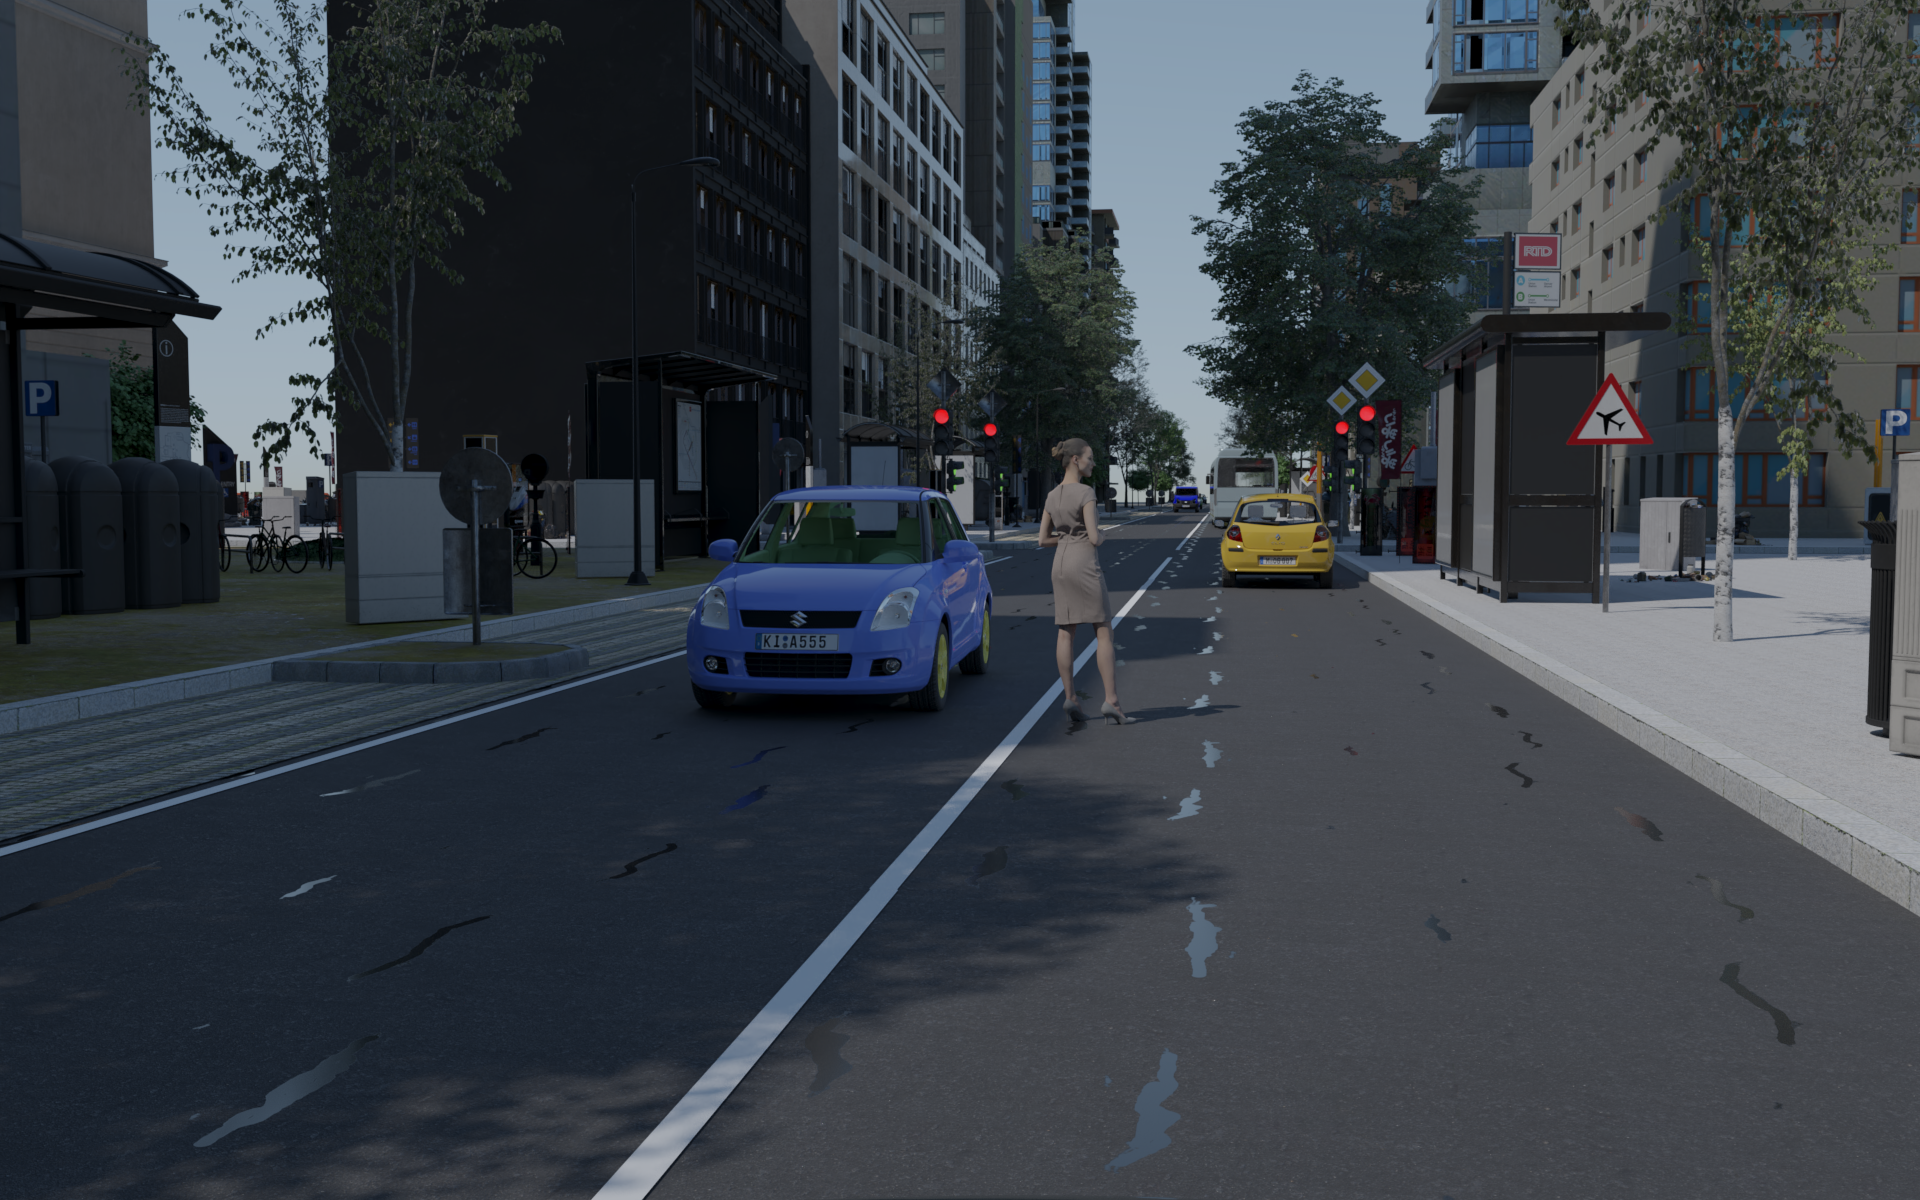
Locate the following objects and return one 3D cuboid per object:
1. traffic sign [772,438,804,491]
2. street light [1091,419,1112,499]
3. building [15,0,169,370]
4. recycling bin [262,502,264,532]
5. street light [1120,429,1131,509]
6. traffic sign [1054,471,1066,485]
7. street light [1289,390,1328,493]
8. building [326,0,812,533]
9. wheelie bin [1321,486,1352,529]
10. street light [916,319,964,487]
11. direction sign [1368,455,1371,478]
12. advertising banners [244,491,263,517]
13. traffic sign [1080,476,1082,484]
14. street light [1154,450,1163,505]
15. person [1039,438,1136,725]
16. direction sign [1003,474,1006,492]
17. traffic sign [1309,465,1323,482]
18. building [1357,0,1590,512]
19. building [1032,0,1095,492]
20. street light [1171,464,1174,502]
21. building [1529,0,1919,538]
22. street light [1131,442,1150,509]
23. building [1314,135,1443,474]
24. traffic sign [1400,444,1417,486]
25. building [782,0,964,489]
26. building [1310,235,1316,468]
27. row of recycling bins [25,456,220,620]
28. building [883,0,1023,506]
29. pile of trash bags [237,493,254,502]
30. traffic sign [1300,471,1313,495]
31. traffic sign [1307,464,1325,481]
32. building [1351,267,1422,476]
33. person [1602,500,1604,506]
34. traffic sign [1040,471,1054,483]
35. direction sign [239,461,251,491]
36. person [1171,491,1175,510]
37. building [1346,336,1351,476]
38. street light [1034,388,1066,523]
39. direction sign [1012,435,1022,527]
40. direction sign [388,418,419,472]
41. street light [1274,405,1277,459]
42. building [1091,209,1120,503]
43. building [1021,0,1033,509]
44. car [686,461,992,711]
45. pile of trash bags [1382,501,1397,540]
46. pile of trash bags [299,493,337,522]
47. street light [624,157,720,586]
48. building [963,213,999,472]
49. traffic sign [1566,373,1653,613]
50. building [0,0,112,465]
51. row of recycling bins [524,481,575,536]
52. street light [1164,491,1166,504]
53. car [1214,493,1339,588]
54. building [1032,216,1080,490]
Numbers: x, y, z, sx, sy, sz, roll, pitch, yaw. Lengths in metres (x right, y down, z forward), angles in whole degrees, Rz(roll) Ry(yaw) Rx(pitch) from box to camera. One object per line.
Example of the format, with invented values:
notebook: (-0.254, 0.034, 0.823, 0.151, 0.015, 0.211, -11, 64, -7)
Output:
traffic sign: (-3.899, -2.391, 39.201, 0.768, 2.556, 0.104, 1, 4, 16)
street light: (8.462, -8.141, 105.649, 1.470, 5.913, 1.316, 1, 4, 9)
building: (-43.729, -17.168, 66.599, 20.117, 28.700, 13.634, 1, 4, 9)
recycling bin: (-23.163, -2.820, 58.662, 0.722, 1.027, 0.722, 0, 4, -7)
street light: (11.048, -9.137, 121.926, 1.470, 5.913, 1.316, 1, 4, 9)
traffic sign: (5.528, -5.781, 94.630, 0.768, 2.556, 0.104, 1, 4, 12)
street light: (12.031, -5.316, 59.462, 1.470, 5.913, 1.316, 1, 4, 9)
building: (-13.325, -14.301, 63.494, 12.332, 23.373, 15.834, 1, 4, 9)
wheelie bin: (11.728, -2.828, 54.144, 0.980, 1.594, 0.693, -1, 4, -19)
street light: (-0.591, -4.509, 46.255, 1.470, 5.913, 1.316, 1, 4, 9)
direction sign: (20.069, -5.715, 85.434, 0.379, 3.537, 0.876, 0, 4, -8)
advertising banners: (-40.028, -6.163, 96.959, 2.074, 3.025, 0.090, 0, 4, -2)
traffic sign: (6.204, -5.520, 92.383, 0.606, 2.300, 0.079, 1, 4, 18)
street light: (20.296, -12.811, 181.998, 1.470, 5.913, 1.316, 1, 4, 9)
person: (0.793, -0.125, 10.886, 0.374, 1.781, 0.599, -3, 5, -40)
direction sign: (3.111, -7.941, 121.825, 0.379, 3.537, 0.876, 1, 4, 18)
traffic sign: (15.455, -4.562, 74.702, 0.768, 2.556, 0.104, 1, 4, 17)
building: (35.850, -48.117, 99.376, 22.319, 86.520, 31.000, 1, 4, 9)
building: (7.255, -56.034, 228.834, 22.319, 86.520, 31.000, 1, 4, 9)
street light: (28.199, -15.980, 233.807, 1.470, 5.913, 1.316, 1, 4, 9)
building: (37.532, -13.245, 61.592, 28.899, 21.520, 27.650, 1, 4, 9)
street light: (15.730, -10.995, 152.307, 1.470, 5.913, 1.316, 1, 4, 9)
building: (51.643, -34.585, 215.569, 14.600, 45.320, 14.200, 1, 4, 9)
traffic sign: (11.850, -2.770, 45.285, 0.884, 2.594, 0.081, 1, 4, 17)
building: (-11.886, -17.406, 89.104, 19.350, 26.468, 34.151, 1, 4, 9)
building: (56.429, -34.244, 243.489, 14.154, 41.232, 14.086, 1, 4, 9)
row of recycling bins: (-9.445, -0.737, 19.158, 1.069, 1.692, 3.534, 1, 4, 12)
building: (-3.057, -27.306, 130.048, 14.154, 41.232, 14.086, 1, 4, 9)
pile of trash bags: (-46.861, -6.510, 116.188, 3.447, 1.369, 1.912, -2, 4, -31)
traffic sign: (17.391, -5.231, 86.715, 0.795, 2.450, 0.064, 1, 4, 11)
traffic sign: (14.699, -4.354, 71.197, 0.884, 2.594, 0.081, 1, 4, 13)
building: (47.216, -18.068, 140.450, 27.650, 21.520, 28.899, 1, 4, 9)
person: (15.222, -2.021, 41.725, 0.537, 1.800, 0.526, 1, 4, 14)
traffic sign: (4.566, -5.550, 90.851, 0.768, 2.556, 0.104, 1, 4, 18)
direction sign: (-48.552, -7.687, 117.679, 0.379, 3.537, 0.876, 2, 4, 25)
person: (18.867, -8.800, 153.323, 0.756, 1.711, 0.436, -3, 4, -36)
building: (52.677, -19.802, 168.797, 27.650, 21.520, 28.899, 1, 4, 9)
street light: (3.934, -6.325, 75.952, 1.470, 5.913, 1.316, 1, 4, 9)
direction sign: (2.193, -4.565, 66.640, 0.379, 3.537, 0.876, -1, 4, -20)
direction sign: (-16.630, -3.658, 51.799, 0.876, 3.537, 0.379, 0, 4, -6)
street light: (16.478, -7.134, 89.189, 1.470, 5.913, 1.316, 1, 4, 9)
building: (12.350, -37.011, 259.759, 22.147, 44.769, 28.867, 1, 4, 9)
building: (-1.614, -30.206, 143.984, 14.600, 45.320, 14.200, 1, 4, 9)
car: (-0.776, -0.186, 12.635, 1.945, 1.707, 3.694, 0, 4, 8)
pile of trash bags: (12.658, -2.375, 48.582, 1.912, 1.369, 3.447, 0, 4, -5)
pile of trash bags: (-28.578, -4.273, 79.623, 3.447, 1.369, 1.912, -3, 5, -44)
street light: (-4.002, -3.154, 24.114, 1.470, 5.913, 1.316, 1, 4, 9)
building: (-3.648, -15.843, 113.787, 10.420, 20.320, 16.860, 1, 4, 9)
traffic sign: (6.989, -1.142, 18.680, 0.884, 2.594, 0.081, 1, 4, 13)
building: (-27.214, -35.646, 21.067, 20.611, 71.187, 20.563, 1, 4, 9)
row of recycling bins: (-12.501, -2.831, 53.392, 1.069, 1.692, 3.534, 0, 4, 6)
street light: (23.544, -14.164, 204.130, 1.470, 5.913, 1.316, 1, 4, 9)
car: (5.077, -1.076, 27.811, 2.015, 1.641, 3.980, 1, 4, 10)
building: (4.960, -25.125, 182.493, 14.160, 30.474, 14.107, 1, 4, 9)
